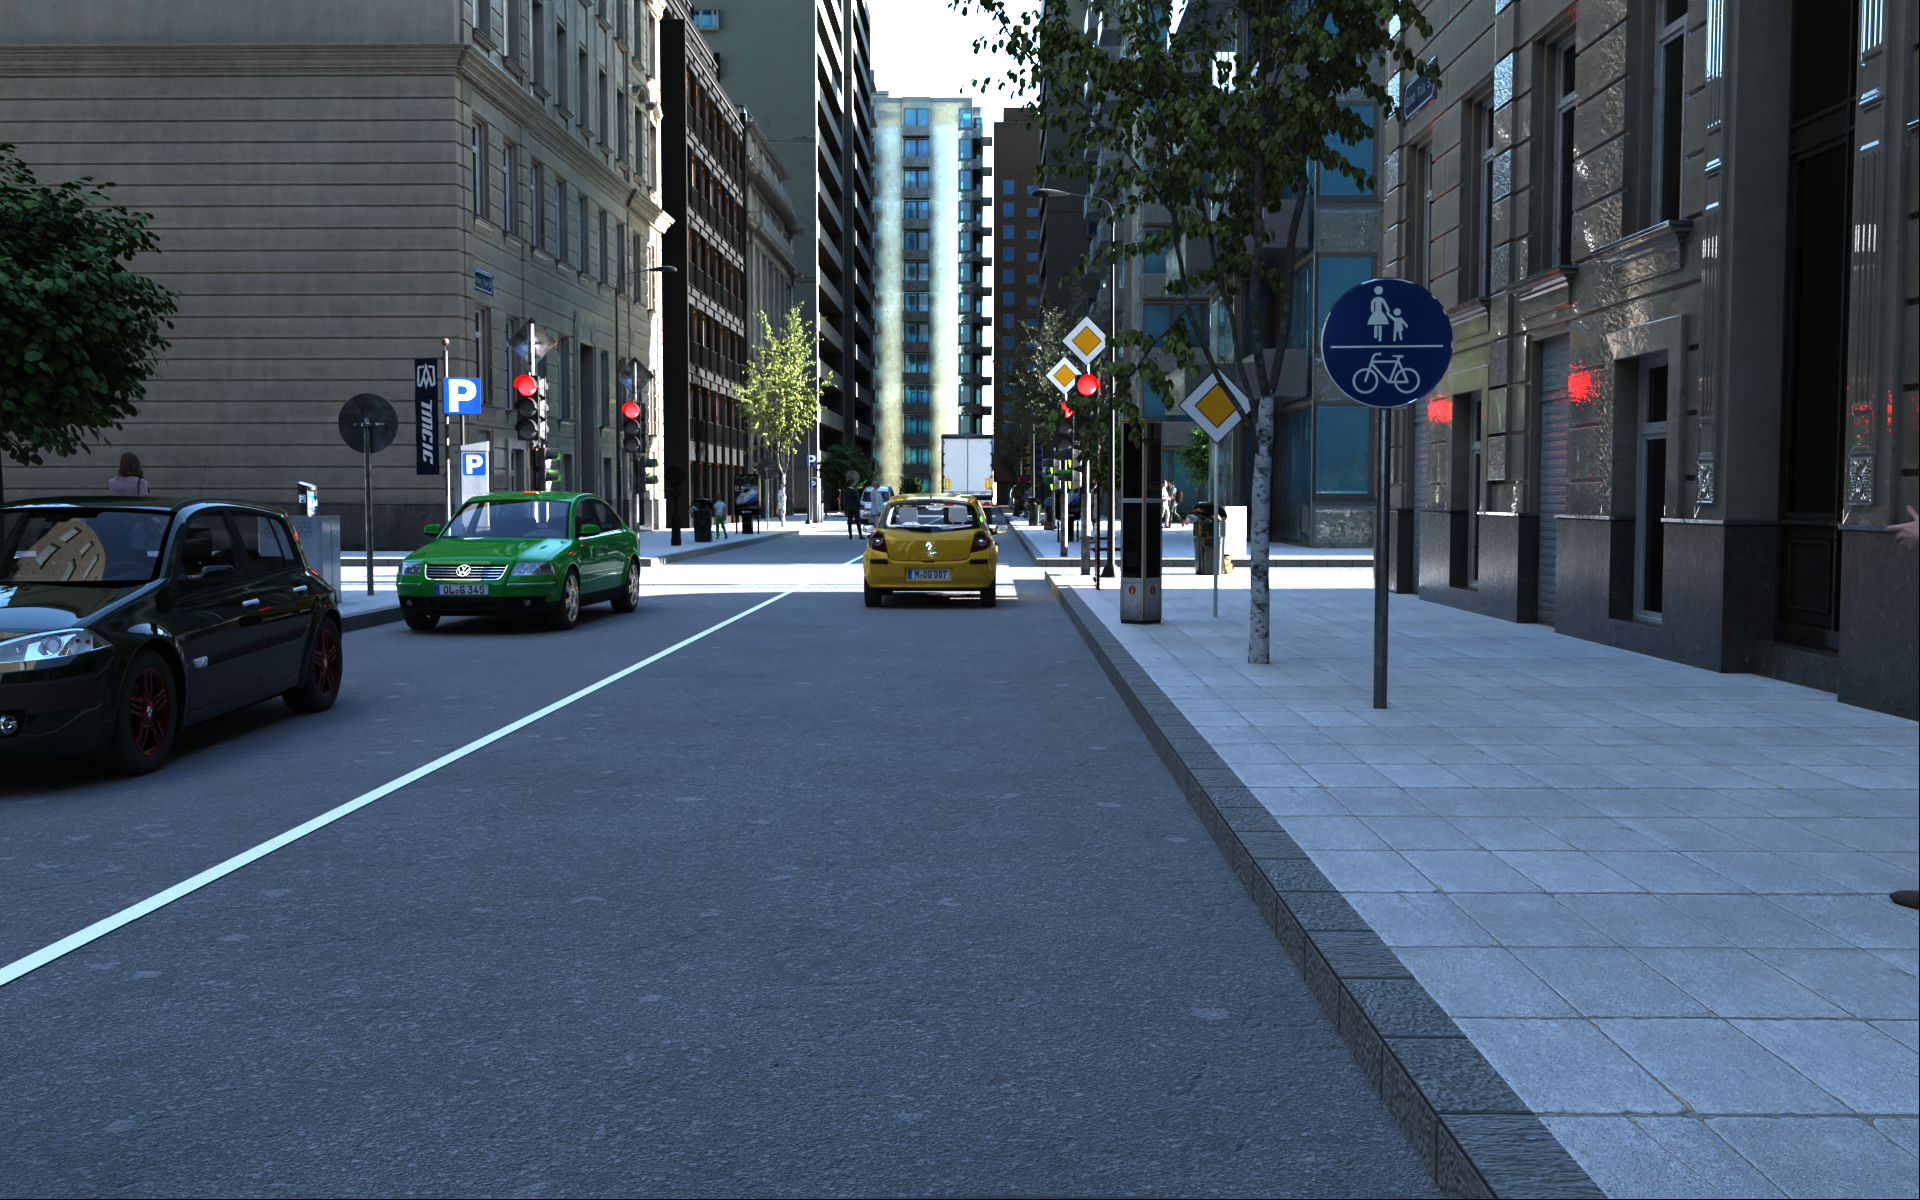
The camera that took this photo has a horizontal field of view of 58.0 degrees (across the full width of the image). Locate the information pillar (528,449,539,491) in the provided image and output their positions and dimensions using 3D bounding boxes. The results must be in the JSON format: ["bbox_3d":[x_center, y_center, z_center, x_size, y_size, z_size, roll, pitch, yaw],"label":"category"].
[{"bbox_3d":[-6.864,-1.453,28.243,0.304,2.012,0.304,-1,4,-12],"label":"information pillar"}]

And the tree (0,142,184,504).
[{"bbox_3d":[-8.756,-1.943,15.486,4.285,4.588,4.351,0,3,0],"label":"tree"}]

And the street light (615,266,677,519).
[{"bbox_3d":[-6.462,-3.846,35.426,1.470,5.913,1.316,0,4,1],"label":"street light"}]

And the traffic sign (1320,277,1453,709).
[{"bbox_3d":[2.518,-0.624,10.301,0.768,2.556,0.104,0,4,7],"label":"traffic sign"}]

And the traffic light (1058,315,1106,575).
[{"bbox_3d":[1.977,-2.355,27.422,0.839,4.253,0.868,0,4,1],"label":"traffic light"}]

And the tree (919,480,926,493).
[{"bbox_3d":[-4.841,-11.240,178.379,1.663,3.219,1.824,0,3,0],"label":"tree"}]

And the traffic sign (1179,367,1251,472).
[{"bbox_3d":[2.685,-1.117,18.002,0.795,2.593,0.064,0,4,5],"label":"traffic sign"}]

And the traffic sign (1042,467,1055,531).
[{"bbox_3d":[3.261,-3.692,60.463,0.768,2.556,0.104,0,4,5],"label":"traffic sign"}]

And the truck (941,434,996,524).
[{"bbox_3d":[0.430,-5.970,86.528,2.839,4.237,11.283,0,4,1],"label":"truck"}]

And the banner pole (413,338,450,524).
[{"bbox_3d":[-8.468,-2.321,27.965,0.863,3.779,0.401,2,4,24],"label":"banner pole"}]

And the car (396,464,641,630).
[{"bbox_3d":[-4.894,-0.665,19.672,1.959,1.807,4.718,0,4,3],"label":"car"}]

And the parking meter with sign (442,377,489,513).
[{"bbox_3d":[-7.142,-1.772,25.237,0.543,3.016,1.738,-1,4,-23],"label":"parking meter with sign"}]

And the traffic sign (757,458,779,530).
[{"bbox_3d":[-6.779,-3.729,61.071,0.768,2.556,0.104,0,4,8],"label":"traffic sign"}]

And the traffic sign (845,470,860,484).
[{"bbox_3d":[-5.798,-5.709,93.448,0.768,2.556,0.104,0,4,2],"label":"traffic sign"}]

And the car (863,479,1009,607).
[{"bbox_3d":[-0.347,-0.806,23.404,2.015,1.641,3.980,0,4,1],"label":"car"}]

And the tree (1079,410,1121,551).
[{"bbox_3d":[3.573,-2.734,39.304,1.663,3.219,1.824,0,3,0],"label":"tree"}]

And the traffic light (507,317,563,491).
[{"bbox_3d":[-6.783,-2.363,27.555,0.839,4.253,0.868,0,4,1],"label":"traffic light"}]

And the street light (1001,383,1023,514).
[{"bbox_3d":[2.533,-6.121,72.612,1.470,5.913,1.316,0,4,1],"label":"street light"}]

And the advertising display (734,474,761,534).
[{"bbox_3d":[-6.828,-3.084,55.637,0.974,1.923,0.123,2,4,28],"label":"advertising display"}]

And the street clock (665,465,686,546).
[{"bbox_3d":[-7.072,-2.357,43.102,0.471,2.002,0.358,1,4,20],"label":"street clock"}]

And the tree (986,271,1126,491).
[{"bbox_3d":[3.139,-6.451,55.836,4.360,8.622,3.978,0,3,0],"label":"tree"}]

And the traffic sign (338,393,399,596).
[{"bbox_3d":[-7.456,-1.329,21.831,0.768,2.556,0.104,0,4,2],"label":"traffic sign"}]

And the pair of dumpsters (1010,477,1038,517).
[{"bbox_3d":[3.720,-5.949,99.753,1.574,2.255,4.437,0,4,1],"label":"pair of dumpsters"}]

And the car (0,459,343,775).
[{"bbox_3d":[-5.002,-0.016,10.049,2.009,1.686,4.222,0,4,-1],"label":"car"}]

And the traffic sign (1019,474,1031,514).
[{"bbox_3d":[4.070,-6.651,108.842,0.768,2.556,0.104,1,4,8],"label":"traffic sign"}]

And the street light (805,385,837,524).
[{"bbox_3d":[-5.915,-6.186,73.675,1.470,5.913,1.316,0,4,1],"label":"street light"}]

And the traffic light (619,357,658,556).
[{"bbox_3d":[-6.647,-2.851,35.539,0.839,4.253,0.868,0,4,1],"label":"traffic light"}]

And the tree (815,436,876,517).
[{"bbox_3d":[-6.516,-6.998,98.134,4.285,4.588,4.351,0,3,0],"label":"tree"}]

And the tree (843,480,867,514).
[{"bbox_3d":[-7.030,-7.108,110.818,1.663,3.219,1.824,0,3,0],"label":"tree"}]

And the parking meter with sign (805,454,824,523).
[{"bbox_3d":[-6.404,-4.913,76.591,0.543,3.016,1.738,0,4,6],"label":"parking meter with sign"}]

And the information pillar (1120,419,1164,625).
[{"bbox_3d":[1.796,-0.773,17.139,0.304,2.012,0.304,3,5,43],"label":"information pillar"}]

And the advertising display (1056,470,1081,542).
[{"bbox_3d":[2.904,-2.521,46.427,0.123,1.923,0.974,3,5,41],"label":"advertising display"}]

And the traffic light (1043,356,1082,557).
[{"bbox_3d":[2.113,-2.843,35.406,0.839,4.253,0.868,0,4,1],"label":"traffic light"}]

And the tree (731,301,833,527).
[{"bbox_3d":[-6.869,-7.120,66.778,4.737,8.622,4.395,0,3,0],"label":"tree"}]

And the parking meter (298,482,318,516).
[{"bbox_3d":[-13.153,-1.624,34.960,0.372,1.533,0.369,0,3,0],"label":"parking meter"}]

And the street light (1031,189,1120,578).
[{"bbox_3d":[1.780,-3.301,26.519,1.470,5.913,1.316,0,4,1],"label":"street light"}]

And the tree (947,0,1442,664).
[{"bbox_3d":[2.159,-3.837,13.091,4.737,8.622,4.395,0,3,0],"label":"tree"}]

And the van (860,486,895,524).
[{"bbox_3d":[-4.032,-4.730,84.348,2.013,2.044,4.112,0,4,2],"label":"van"}]
